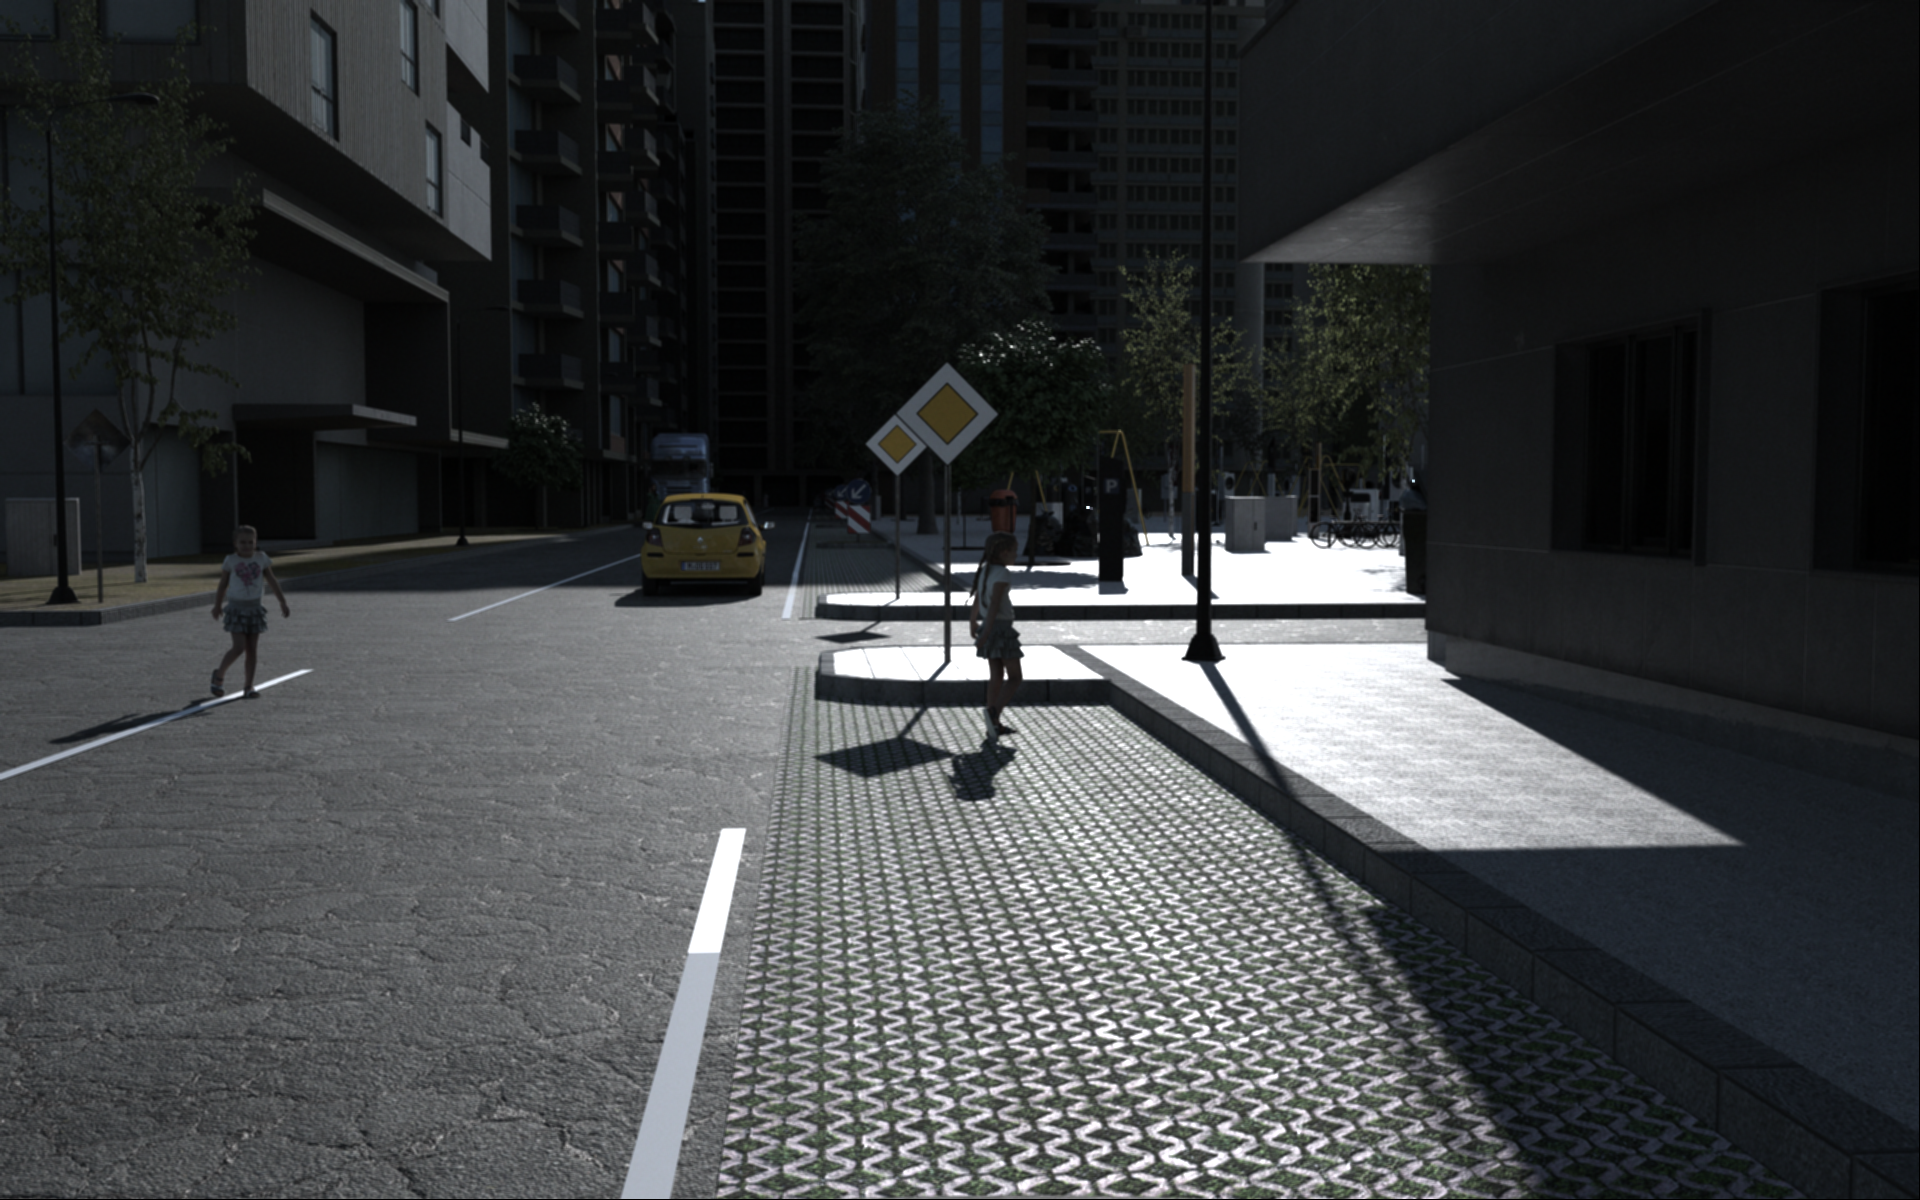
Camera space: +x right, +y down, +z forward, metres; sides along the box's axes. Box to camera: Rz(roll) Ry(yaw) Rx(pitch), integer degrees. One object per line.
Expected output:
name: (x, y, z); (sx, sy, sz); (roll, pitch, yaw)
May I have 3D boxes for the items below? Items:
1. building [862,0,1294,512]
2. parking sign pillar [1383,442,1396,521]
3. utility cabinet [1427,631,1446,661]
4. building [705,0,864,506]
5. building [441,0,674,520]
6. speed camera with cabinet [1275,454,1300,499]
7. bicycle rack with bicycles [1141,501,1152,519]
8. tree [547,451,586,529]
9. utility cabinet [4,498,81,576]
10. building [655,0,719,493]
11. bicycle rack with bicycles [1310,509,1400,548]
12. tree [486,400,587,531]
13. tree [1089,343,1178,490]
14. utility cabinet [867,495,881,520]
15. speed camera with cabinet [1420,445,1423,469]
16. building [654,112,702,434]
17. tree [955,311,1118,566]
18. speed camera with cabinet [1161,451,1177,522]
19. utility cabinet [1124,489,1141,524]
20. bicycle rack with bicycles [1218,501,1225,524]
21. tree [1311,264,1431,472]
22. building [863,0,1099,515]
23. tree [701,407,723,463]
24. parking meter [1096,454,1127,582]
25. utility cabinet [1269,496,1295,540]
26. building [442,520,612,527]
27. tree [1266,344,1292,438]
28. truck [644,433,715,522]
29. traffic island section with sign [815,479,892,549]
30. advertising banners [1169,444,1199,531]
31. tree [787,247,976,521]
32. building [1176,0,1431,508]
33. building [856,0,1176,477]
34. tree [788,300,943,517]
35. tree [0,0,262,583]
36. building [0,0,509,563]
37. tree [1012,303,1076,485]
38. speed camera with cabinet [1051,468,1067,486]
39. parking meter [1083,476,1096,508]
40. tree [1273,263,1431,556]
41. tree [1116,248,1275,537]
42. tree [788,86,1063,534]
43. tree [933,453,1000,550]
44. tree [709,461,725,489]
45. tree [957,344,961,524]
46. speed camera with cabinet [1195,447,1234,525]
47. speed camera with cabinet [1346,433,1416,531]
building: (8.671, -27.021, 133.666); (32.217, 40.220, 23.993); (0, 4, -5)
parking sign pillar: (20.080, -5.657, 80.959); (1.447, 3.967, 1.447); (0, 4, 5)
utility cabinet: (4.044, -0.156, 13.714); (0.306, 1.237, 1.020); (3, 5, 39)
building: (-16.680, -45.888, 188.527); (20.611, 71.187, 20.563); (0, 4, -5)
building: (-29.633, -27.767, 108.611); (22.147, 44.769, 28.867); (0, 4, -5)
speed camera with cabinet: (16.351, -5.649, 86.696); (0.660, 3.252, 2.038); (-1, 4, -11)
bicycle rack with bicycles: (8.632, -4.656, 89.509); (2.925, 0.926, 2.852); (-2, 4, -26)
tree: (-14.477, -4.289, 64.733); (1.663, 3.219, 1.824); (0, 3, 0)
utility cabinet: (-14.514, -0.994, 27.420); (1.020, 1.237, 0.306); (-1, 4, -21)
building: (-33.484, -32.728, 158.803); (21.600, 48.544, 21.300); (0, 4, -5)
bicycle rack with bicycles: (9.950, -1.731, 41.676); (2.925, 0.926, 2.852); (1, 4, 13)
tree: (-14.794, -4.700, 60.554); (4.285, 4.588, 4.351); (0, 3, 0)
tree: (7.847, -8.201, 84.450); (4.737, 8.622, 4.395); (0, 3, 0)
utility cabinet: (-4.196, -4.499, 84.718); (0.306, 1.237, 1.020); (-2, 4, -27)
speed camera with cabinet: (18.338, -4.668, 70.658); (0.660, 3.252, 2.038); (-1, 4, -11)
building: (-27.086, -21.962, 130.782); (14.160, 30.474, 14.107); (0, 4, -5)
tree: (1.256, -2.907, 31.241); (4.285, 4.588, 4.351); (0, 3, 0)
speed camera with cabinet: (10.350, -5.241, 80.027); (2.038, 3.252, 0.660); (1, 4, 15)
utility cabinet: (7.197, -4.028, 74.534); (1.173, 1.500, 0.318); (2, 4, 28)
bicycle rack with bicycles: (11.567, -3.801, 75.526); (2.852, 0.926, 2.925); (-2, 4, -30)
tree: (7.333, -4.626, 26.002); (4.737, 8.622, 4.395); (0, 3, 0)
building: (0.905, -28.353, 113.676); (14.600, 45.320, 14.200); (0, 4, -5)
tree: (-21.958, -11.778, 142.933); (4.360, 8.622, 3.978); (0, 3, 0)
parking meter: (2.248, -1.209, 25.482); (0.399, 1.863, 0.255); (1, 4, 9)
utility cabinet: (8.736, -2.270, 48.277); (1.020, 1.237, 0.306); (1, 4, 15)
building: (-25.525, -25.930, 78.579); (22.147, 44.769, 28.867); (0, 4, -5)
tree: (15.766, -7.785, 77.640); (4.737, 8.622, 4.395); (0, 3, 0)
truck: (-12.857, -5.681, 82.639); (2.967, 4.110, 18.799); (0, 4, -5)
traffic island section with sign: (-2.817, -2.287, 46.022); (1.989, 1.847, 2.006); (0, 4, -5)
advertising banners: (7.953, -3.941, 60.621); (0.090, 3.025, 2.074); (-2, 4, -31)
tree: (-2.725, -10.589, 83.503); (12.009, 13.543, 11.850); (0, 3, 0)
building: (35.160, -38.062, 164.318); (28.212, 58.520, 21.231); (0, 4, -5)
building: (4.253, -34.834, 158.778); (28.713, 52.752, 27.495); (0, 4, -5)
tree: (-4.914, -11.026, 97.280); (9.611, 12.733, 9.660); (0, 3, 0)
tree: (-11.837, -4.546, 24.683); (4.737, 8.622, 4.395); (0, 3, 0)
building: (-27.288, -27.689, 41.949); (28.713, 52.752, 27.495); (0, 4, -5)
tree: (2.966, -7.070, 65.963); (4.360, 8.622, 3.978); (0, 3, 0)
speed camera with cabinet: (5.695, -5.894, 90.699); (2.038, 3.252, 0.660); (-3, 5, -40)
parking meter: (4.195, -3.062, 55.773); (0.399, 1.863, 0.255); (2, 4, 32)
tree: (8.983, -5.226, 35.809); (4.360, 8.622, 3.978); (0, 3, 0)
tree: (6.457, -6.200, 51.739); (4.360, 8.622, 3.978); (0, 3, 0)
tree: (-1.017, -9.062, 54.822); (9.857, 13.997, 8.962); (0, 3, 0)
tree: (0.101, -2.766, 39.821); (1.663, 3.219, 1.824); (0, 3, 0)
tree: (-21.757, -10.058, 148.167); (4.285, 4.588, 4.351); (0, 3, 0)
tree: (-0.286, -7.532, 73.517); (4.737, 8.622, 4.395); (0, 3, 0)
speed camera with cabinet: (10.498, -4.723, 71.550); (2.038, 3.252, 0.660); (-3, 5, -43)
speed camera with cabinet: (13.534, -3.766, 55.910); (2.038, 3.252, 0.660); (1, 4, 20)
